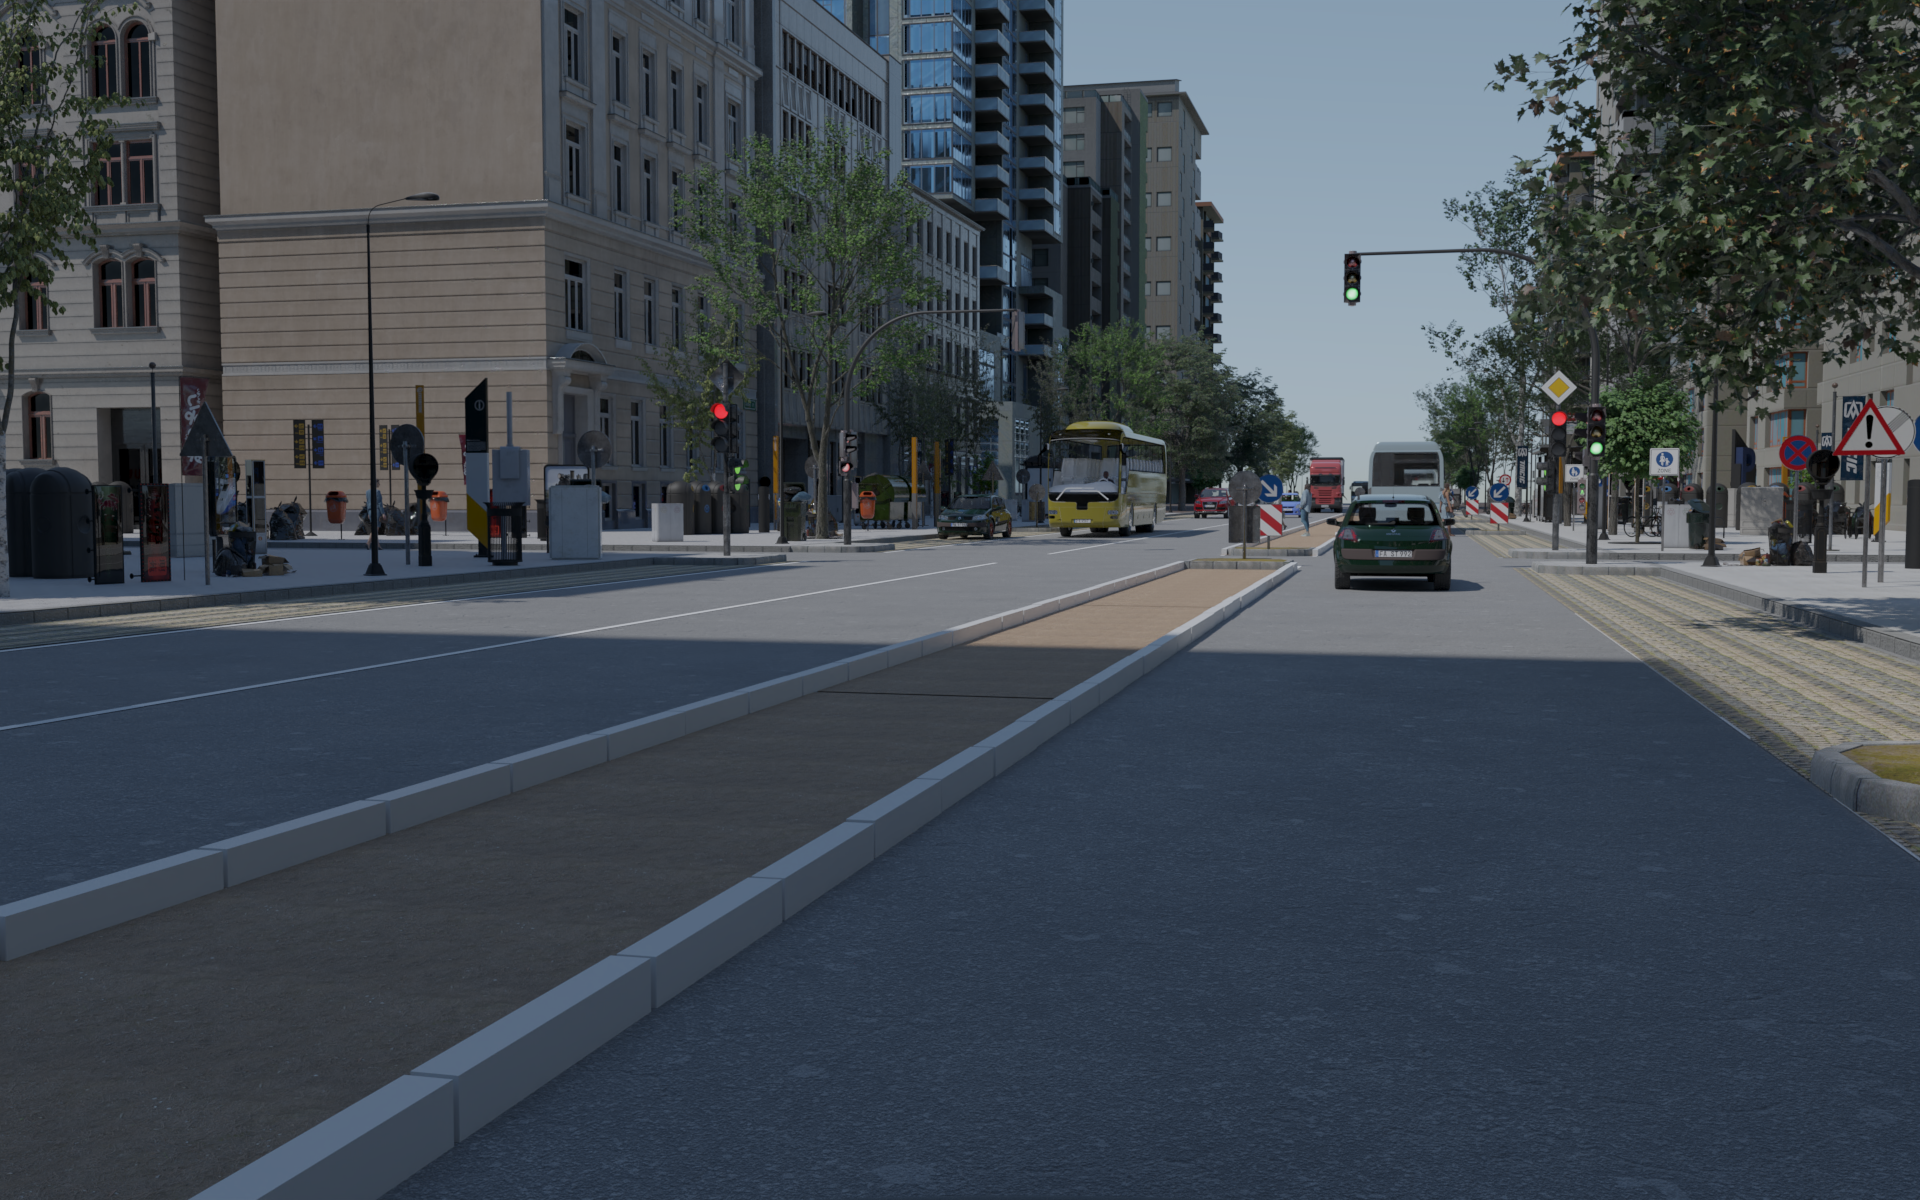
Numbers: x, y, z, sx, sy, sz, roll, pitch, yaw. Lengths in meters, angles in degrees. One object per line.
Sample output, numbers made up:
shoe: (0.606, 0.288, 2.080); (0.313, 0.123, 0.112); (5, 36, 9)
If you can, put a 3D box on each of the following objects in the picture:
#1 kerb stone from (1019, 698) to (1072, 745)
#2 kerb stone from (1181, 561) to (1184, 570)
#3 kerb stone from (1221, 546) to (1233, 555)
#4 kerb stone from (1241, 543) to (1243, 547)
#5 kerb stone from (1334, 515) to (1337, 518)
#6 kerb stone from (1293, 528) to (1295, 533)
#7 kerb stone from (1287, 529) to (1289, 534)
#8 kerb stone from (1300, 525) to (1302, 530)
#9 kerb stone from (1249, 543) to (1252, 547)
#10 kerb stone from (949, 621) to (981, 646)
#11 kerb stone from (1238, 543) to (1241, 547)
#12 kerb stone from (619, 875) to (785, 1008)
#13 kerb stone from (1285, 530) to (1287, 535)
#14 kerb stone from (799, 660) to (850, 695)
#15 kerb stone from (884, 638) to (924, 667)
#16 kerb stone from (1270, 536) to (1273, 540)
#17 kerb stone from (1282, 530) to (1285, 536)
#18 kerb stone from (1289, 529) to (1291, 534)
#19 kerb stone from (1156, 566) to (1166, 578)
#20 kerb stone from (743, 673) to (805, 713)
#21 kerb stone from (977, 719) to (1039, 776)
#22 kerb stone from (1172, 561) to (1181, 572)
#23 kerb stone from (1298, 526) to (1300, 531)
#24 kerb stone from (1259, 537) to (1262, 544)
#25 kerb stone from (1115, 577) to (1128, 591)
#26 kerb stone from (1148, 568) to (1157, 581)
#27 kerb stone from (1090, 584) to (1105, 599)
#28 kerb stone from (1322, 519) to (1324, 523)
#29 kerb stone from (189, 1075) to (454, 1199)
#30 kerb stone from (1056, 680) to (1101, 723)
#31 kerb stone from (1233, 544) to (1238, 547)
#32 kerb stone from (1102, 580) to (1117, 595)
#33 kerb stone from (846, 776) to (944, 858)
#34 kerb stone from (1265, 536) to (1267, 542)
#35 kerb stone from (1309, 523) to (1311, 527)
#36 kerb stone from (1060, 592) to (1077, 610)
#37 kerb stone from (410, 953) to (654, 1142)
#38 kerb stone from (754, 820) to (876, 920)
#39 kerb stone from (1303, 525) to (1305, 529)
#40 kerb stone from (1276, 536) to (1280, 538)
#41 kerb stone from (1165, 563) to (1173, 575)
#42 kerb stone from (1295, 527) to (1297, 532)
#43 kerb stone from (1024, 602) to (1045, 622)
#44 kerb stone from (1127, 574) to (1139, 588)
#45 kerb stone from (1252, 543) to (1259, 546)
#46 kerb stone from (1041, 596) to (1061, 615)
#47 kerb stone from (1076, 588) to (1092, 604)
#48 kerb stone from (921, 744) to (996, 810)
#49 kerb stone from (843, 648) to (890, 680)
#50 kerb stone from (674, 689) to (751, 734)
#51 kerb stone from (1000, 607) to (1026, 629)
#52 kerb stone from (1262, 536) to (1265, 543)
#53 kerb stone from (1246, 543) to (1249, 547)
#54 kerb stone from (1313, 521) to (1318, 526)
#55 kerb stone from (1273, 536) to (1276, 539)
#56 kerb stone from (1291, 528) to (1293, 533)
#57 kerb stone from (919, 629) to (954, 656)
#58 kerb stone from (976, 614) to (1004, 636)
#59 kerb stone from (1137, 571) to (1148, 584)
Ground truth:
kerb stone: (0.496, 0.729, 10.276); (0.120, 0.150, 1.000); (1, 4, 14)
kerb stone: (4.116, -0.637, 32.603); (0.120, 0.150, 1.000); (1, 4, 14)
kerb stone: (6.313, -1.151, 41.074); (0.120, 0.150, 1.000); (1, 4, 14)
kerb stone: (7.083, -1.337, 44.048); (0.120, 0.150, 1.000); (1, 4, 14)
kerb stone: (21.226, -4.676, 98.641); (0.120, 0.150, 1.000); (1, 4, 14)
kerb stone: (11.970, -2.487, 62.893); (0.120, 0.150, 1.000); (1, 4, 14)
kerb stone: (11.191, -2.308, 59.927); (0.120, 0.150, 1.000); (1, 4, 14)
kerb stone: (12.997, -2.729, 66.864); (0.120, 0.150, 1.000); (1, 4, 14)
kerb stone: (7.599, -1.458, 46.027); (0.120, 0.150, 1.000); (1, 4, 14)
kerb stone: (0.004, 0.336, 16.703); (0.120, 0.150, 1.000); (1, 4, 14)
kerb stone: (6.825, -1.276, 43.054); (0.120, 0.150, 1.000); (1, 4, 14)
kerb stone: (-0.777, 1.036, 5.318); (0.120, 0.150, 1.000); (1, 4, 14)
kerb stone: (10.944, -2.247, 58.936); (0.120, 0.150, 1.000); (1, 4, 14)
kerb stone: (-1.038, 0.582, 12.719); (0.120, 0.150, 1.000); (1, 4, 14)
kerb stone: (-0.520, 0.458, 14.699); (0.120, 0.150, 1.000); (1, 4, 14)
kerb stone: (9.394, -1.882, 52.963); (0.120, 0.150, 1.000); (1, 4, 14)
kerb stone: (10.689, -2.184, 57.936); (0.120, 0.150, 1.000); (1, 4, 14)
kerb stone: (11.455, -2.366, 60.915); (0.120, 0.150, 1.000); (1, 4, 14)
kerb stone: (3.355, -0.454, 29.624); (0.120, 0.150, 1.000); (1, 4, 14)
kerb stone: (-1.295, 0.640, 11.727); (0.120, 0.150, 1.000); (1, 4, 14)
kerb stone: (0.248, 0.790, 9.284); (0.120, 0.150, 1.000); (1, 4, 14)
kerb stone: (3.860, -0.576, 31.611); (0.120, 0.150, 1.000); (1, 4, 14)
kerb stone: (12.743, -2.670, 65.866); (0.120, 0.150, 1.000); (1, 4, 14)
kerb stone: (8.368, -1.639, 48.996); (0.120, 0.150, 1.000); (1, 4, 14)
kerb stone: (2.315, -0.211, 25.647); (0.120, 0.150, 1.000); (1, 4, 14)
kerb stone: (3.090, -0.391, 28.627); (0.120, 0.150, 1.000); (1, 4, 14)
kerb stone: (1.802, -0.085, 23.660); (0.120, 0.150, 1.000); (1, 4, 14)
kerb stone: (17.376, -3.764, 83.757); (0.120, 0.150, 1.000); (1, 4, 14)
kerb stone: (-1.294, 1.154, 3.331); (0.120, 0.150, 1.000); (1, 4, 14)
kerb stone: (0.757, 0.669, 11.265); (0.120, 0.150, 1.000); (1, 4, 14)
kerb stone: (6.571, -1.215, 42.063); (0.120, 0.150, 1.000); (1, 4, 14)
kerb stone: (2.055, -0.150, 24.650); (0.120, 0.150, 1.000); (1, 4, 14)
kerb stone: (-0.266, 0.911, 7.305); (0.120, 0.150, 1.000); (1, 4, 14)
kerb stone: (8.884, -1.761, 50.980); (0.120, 0.150, 1.000); (1, 4, 14)
kerb stone: (14.551, -3.091, 72.822); (0.120, 0.150, 1.000); (1, 4, 14)
kerb stone: (1.286, 0.035, 21.666); (0.120, 0.150, 1.000); (1, 4, 14)
kerb stone: (-1.038, 1.093, 4.321); (0.120, 0.150, 1.000); (1, 4, 14)
kerb stone: (-0.521, 0.978, 6.313); (0.120, 0.150, 1.000); (1, 4, 14)
kerb stone: (13.516, -2.853, 68.844); (0.120, 0.150, 1.000); (1, 4, 14)
kerb stone: (10.165, -2.064, 55.946); (0.120, 0.150, 1.000); (1, 4, 14)
kerb stone: (3.603, -0.511, 30.617); (0.120, 0.150, 1.000); (1, 4, 14)
kerb stone: (12.232, -2.547, 63.881); (0.120, 0.150, 1.000); (1, 4, 14)
kerb stone: (0.777, 0.159, 19.684); (0.120, 0.150, 1.000); (1, 4, 14)
kerb stone: (2.577, -0.272, 26.647); (0.120, 0.150, 1.000); (1, 4, 14)
kerb stone: (8.114, -1.579, 48.006); (0.120, 0.150, 1.000); (1, 4, 14)
kerb stone: (1.023, 0.093, 20.676); (0.120, 0.150, 1.000); (1, 4, 14)
kerb stone: (1.541, -0.022, 22.662); (0.120, 0.150, 1.000); (1, 4, 14)
kerb stone: (-0.014, 0.850, 8.295); (0.120, 0.150, 1.000); (1, 4, 14)
kerb stone: (-0.779, 0.520, 13.710); (0.120, 0.150, 1.000); (1, 4, 14)
kerb stone: (-1.553, 0.701, 10.731); (0.120, 0.150, 1.000); (1, 4, 14)
kerb stone: (0.517, 0.214, 18.694); (0.120, 0.150, 1.000); (1, 4, 14)
kerb stone: (8.627, -1.700, 49.985); (0.120, 0.150, 1.000); (1, 4, 14)
kerb stone: (7.335, -1.396, 45.038); (0.120, 0.150, 1.000); (1, 4, 14)
kerb stone: (16.094, -3.461, 78.785); (0.120, 0.150, 1.000); (1, 4, 14)
kerb stone: (9.656, -1.943, 53.959); (0.120, 0.150, 1.000); (1, 4, 14)
kerb stone: (11.721, -2.426, 61.902); (0.120, 0.150, 1.000); (1, 4, 14)
kerb stone: (-0.259, 0.399, 15.692); (0.120, 0.150, 1.000); (1, 4, 14)
kerb stone: (0.254, 0.277, 17.702); (0.120, 0.150, 1.000); (1, 4, 14)
kerb stone: (2.834, -0.333, 27.637); (0.120, 0.150, 1.000); (1, 4, 14)
